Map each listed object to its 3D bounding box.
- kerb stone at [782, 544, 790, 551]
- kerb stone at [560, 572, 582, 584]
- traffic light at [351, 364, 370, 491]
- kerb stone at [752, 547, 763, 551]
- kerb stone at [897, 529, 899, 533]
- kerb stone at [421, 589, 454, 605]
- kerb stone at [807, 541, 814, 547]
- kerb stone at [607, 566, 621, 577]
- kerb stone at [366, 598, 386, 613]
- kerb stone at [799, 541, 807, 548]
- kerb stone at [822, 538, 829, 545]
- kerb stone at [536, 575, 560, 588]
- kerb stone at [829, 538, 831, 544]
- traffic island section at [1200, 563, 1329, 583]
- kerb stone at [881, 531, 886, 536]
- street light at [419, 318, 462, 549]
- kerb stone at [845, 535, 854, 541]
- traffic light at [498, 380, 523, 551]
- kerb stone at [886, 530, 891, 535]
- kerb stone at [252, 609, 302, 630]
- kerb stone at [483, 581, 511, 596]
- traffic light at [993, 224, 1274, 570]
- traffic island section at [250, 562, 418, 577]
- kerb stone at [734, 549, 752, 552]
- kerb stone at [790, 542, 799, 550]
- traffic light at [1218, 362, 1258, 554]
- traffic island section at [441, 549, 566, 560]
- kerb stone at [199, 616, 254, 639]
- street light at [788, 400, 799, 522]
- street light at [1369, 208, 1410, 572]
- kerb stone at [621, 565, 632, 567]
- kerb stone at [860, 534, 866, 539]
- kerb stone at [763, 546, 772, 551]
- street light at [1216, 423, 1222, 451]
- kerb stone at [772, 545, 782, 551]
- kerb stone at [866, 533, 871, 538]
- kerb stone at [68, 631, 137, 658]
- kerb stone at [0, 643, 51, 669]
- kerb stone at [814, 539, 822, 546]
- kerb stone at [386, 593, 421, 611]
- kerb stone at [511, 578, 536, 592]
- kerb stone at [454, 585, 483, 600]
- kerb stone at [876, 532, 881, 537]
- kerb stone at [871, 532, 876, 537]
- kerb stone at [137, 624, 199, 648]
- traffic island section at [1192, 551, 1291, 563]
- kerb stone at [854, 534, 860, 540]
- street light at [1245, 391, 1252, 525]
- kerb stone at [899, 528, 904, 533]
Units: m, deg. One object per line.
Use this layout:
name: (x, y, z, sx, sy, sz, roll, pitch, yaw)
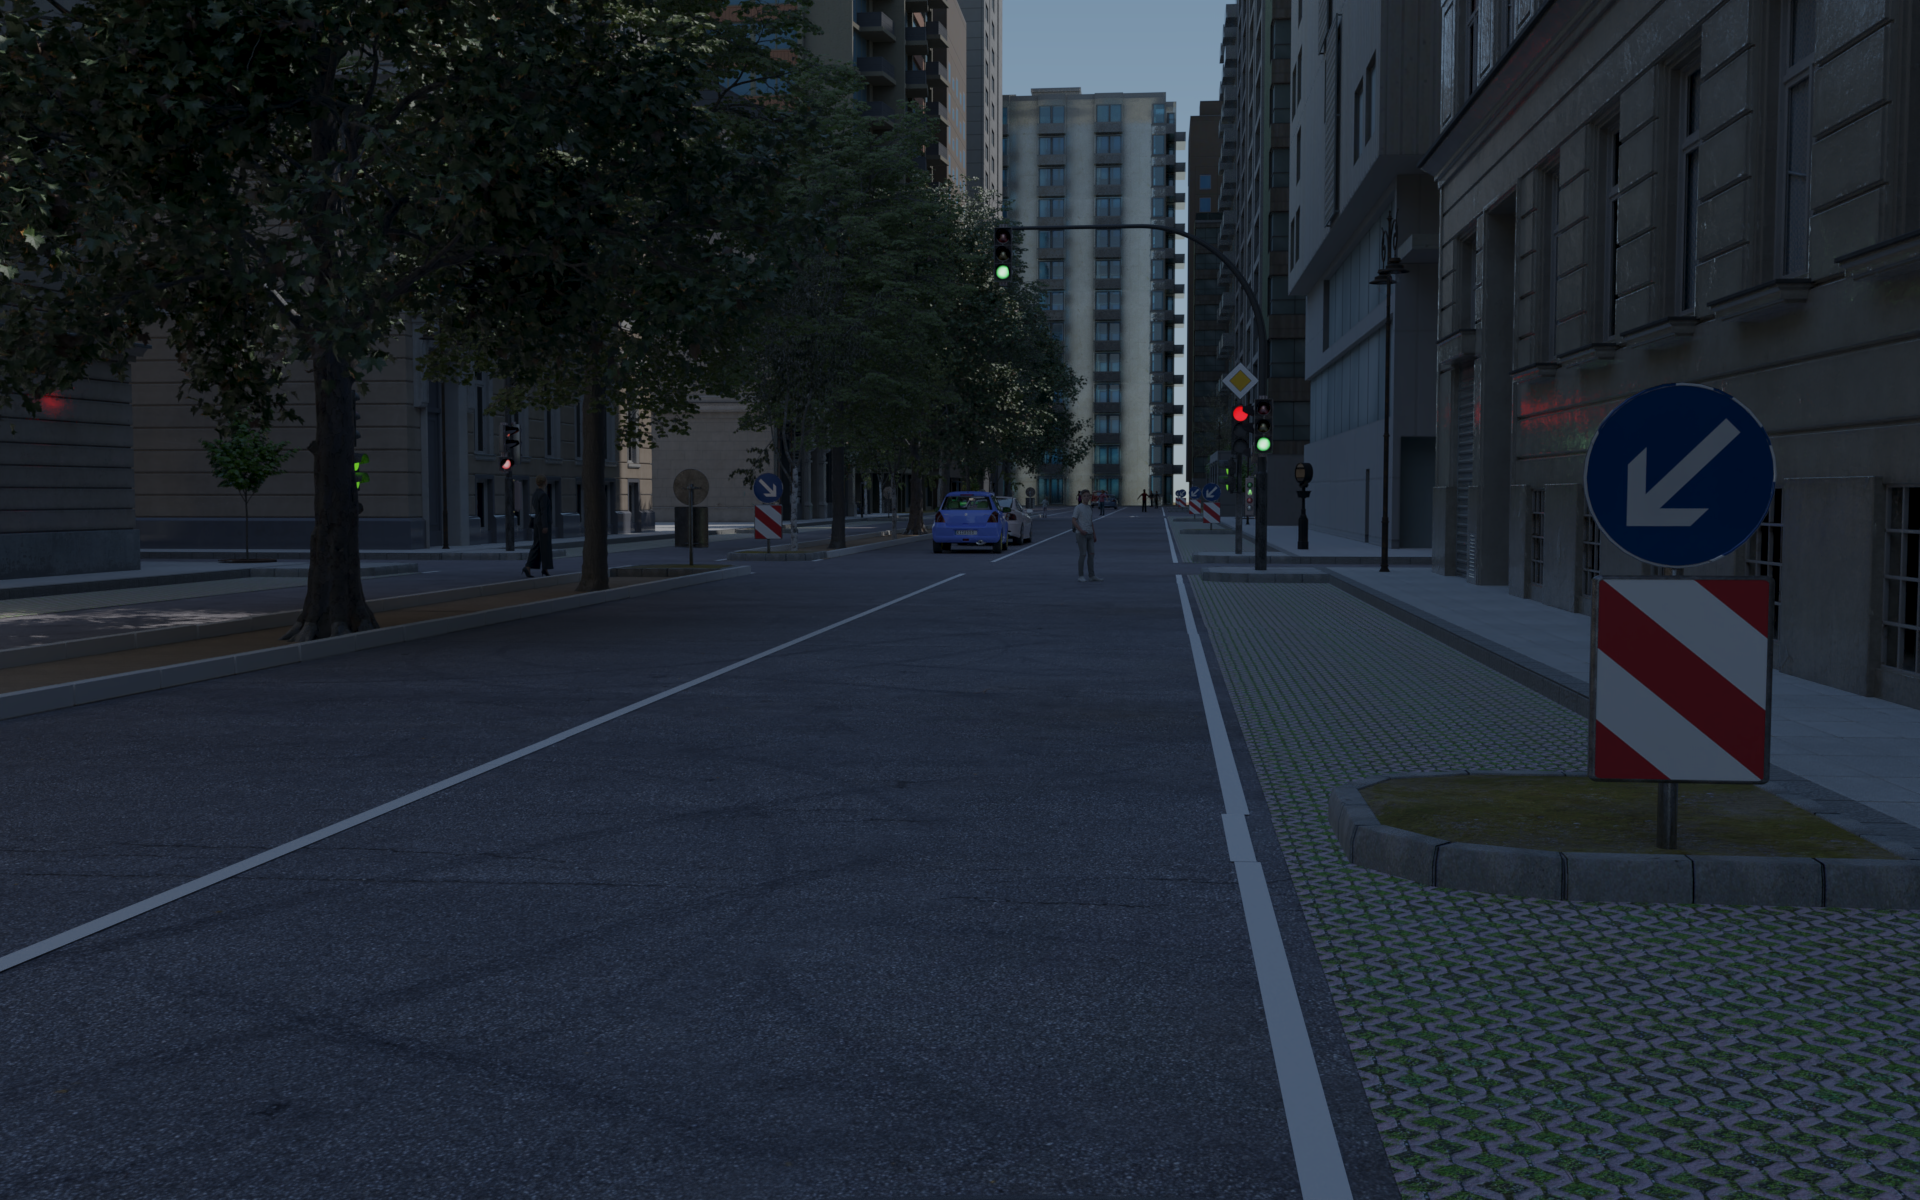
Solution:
kerb stone: (-4.493, -1.304, 43.513, 0.120, 0.150, 1.000, 0, 4, 7)
kerb stone: (-6.311, -0.335, 27.675, 0.120, 0.150, 1.000, 0, 4, 7)
traffic light: (-11.015, -2.568, 30.905, 0.839, 4.253, 0.868, 0, 4, 7)
kerb stone: (-4.843, -1.114, 40.453, 0.120, 0.150, 1.000, 0, 4, 7)
kerb stone: (-2.390, -2.425, 61.838, 0.120, 0.150, 1.000, 0, 4, 7)
kerb stone: (-6.896, -0.024, 22.594, 0.120, 0.150, 1.000, 0, 4, 7)
kerb stone: (-4.146, -1.489, 46.573, 0.120, 0.150, 1.000, 0, 4, 7)
kerb stone: (-6.078, -0.460, 29.711, 0.120, 0.150, 1.000, 0, 4, 7)
kerb stone: (-7.131, 0.100, 20.564, 0.120, 0.150, 1.000, 0, 4, 7)
kerb stone: (-4.259, -1.429, 45.557, 0.120, 0.150, 1.000, 0, 4, 7)
kerb stone: (-3.910, -1.614, 48.604, 0.120, 0.150, 1.000, 0, 4, 7)
kerb stone: (-6.429, -0.272, 26.659, 0.120, 0.150, 1.000, 0, 4, 7)
kerb stone: (-3.792, -1.677, 49.620, 0.120, 0.150, 1.000, 0, 4, 7)
traffic island section: (5.081, -0.423, 29.191, 2.009, 0.180, 2.903, 0, 4, 7)
kerb stone: (-2.732, -2.238, 58.786, 0.120, 0.150, 1.000, 0, 4, 7)
street light: (-12.018, -4.130, 40.307, 0.468, 5.910, 1.993, 0, 4, 7)
kerb stone: (-3.443, -1.864, 52.677, 0.120, 0.150, 1.000, 0, 4, 7)
traffic light: (-8.015, -3.912, 38.635, 4.771, 5.953, 1.251, 0, 4, 7)
kerb stone: (-2.616, -2.297, 59.802, 0.120, 0.150, 1.000, 0, 4, 7)
kerb stone: (-7.365, 0.225, 18.524, 0.120, 0.150, 1.000, 0, 4, 7)
kerb stone: (-6.661, -0.149, 24.625, 0.120, 0.150, 1.000, 0, 4, 7)
traffic light: (2.954, -3.334, 29.179, 4.771, 5.953, 1.251, 0, 4, 7)
traffic island section: (-11.054, -0.536, 31.045, 2.009, 0.180, 2.903, 0, 4, 7)
kerb stone: (-4.961, -1.054, 39.434, 0.120, 0.150, 1.000, 0, 4, 7)
kerb stone: (-4.372, -1.363, 44.538, 0.120, 0.150, 1.000, 0, 4, 7)
traffic light: (5.955, -2.942, 37.015, 0.839, 4.253, 0.868, 0, 4, 7)
traffic island section: (-10.141, -1.021, 38.978, 2.009, 0.180, 2.903, 0, 4, 7)
kerb stone: (-7.479, 0.299, 17.510, 0.120, 0.150, 1.000, 0, 4, 7)
street light: (-7.627, -6.464, 78.467, 0.468, 5.910, 1.993, 0, 4, 7)
street light: (6.998, -3.400, 28.376, 0.468, 5.910, 1.993, 0, 4, 7)
kerb stone: (-5.965, -0.520, 30.727, 0.120, 0.150, 1.000, 0, 4, 7)
kerb stone: (-3.201, -1.987, 54.717, 0.120, 0.150, 1.000, 0, 4, 7)
kerb stone: (-4.726, -1.179, 41.474, 0.120, 0.150, 1.000, 0, 4, 7)
street light: (16.520, -8.425, 110.532, 0.468, 5.910, 1.993, 0, 4, 7)
kerb stone: (-4.609, -1.239, 42.493, 0.120, 0.150, 1.000, 0, 4, 7)
kerb stone: (-3.086, -2.051, 55.733, 0.120, 0.150, 1.000, 0, 4, 7)
kerb stone: (-7.721, 0.412, 15.467, 0.120, 0.150, 1.000, 0, 4, 7)
kerb stone: (-7.832, 0.476, 14.451, 0.120, 0.150, 1.000, 0, 4, 7)
kerb stone: (-4.027, -1.551, 47.588, 0.120, 0.150, 1.000, 0, 4, 7)
kerb stone: (-7.014, 0.038, 21.579, 0.120, 0.150, 1.000, 0, 4, 7)
kerb stone: (-6.547, -0.211, 25.644, 0.120, 0.150, 1.000, 0, 4, 7)
kerb stone: (-6.788, -0.087, 23.611, 0.120, 0.150, 1.000, 0, 4, 7)
kerb stone: (-2.859, -2.175, 57.765, 0.120, 0.150, 1.000, 0, 4, 7)
kerb stone: (-2.965, -2.113, 56.748, 0.120, 0.150, 1.000, 0, 4, 7)
kerb stone: (-7.602, 0.349, 16.489, 0.120, 0.150, 1.000, 0, 4, 7)
traffic island section: (5.993, -0.908, 37.124, 2.009, 0.180, 2.903, 0, 4, 7)
kerb stone: (-3.322, -1.926, 53.697, 0.120, 0.150, 1.000, 0, 4, 7)
street light: (12.090, -6.106, 72.624, 0.468, 5.910, 1.993, 0, 4, 7)
kerb stone: (-2.274, -2.481, 62.856, 0.120, 0.150, 1.000, 0, 4, 7)
